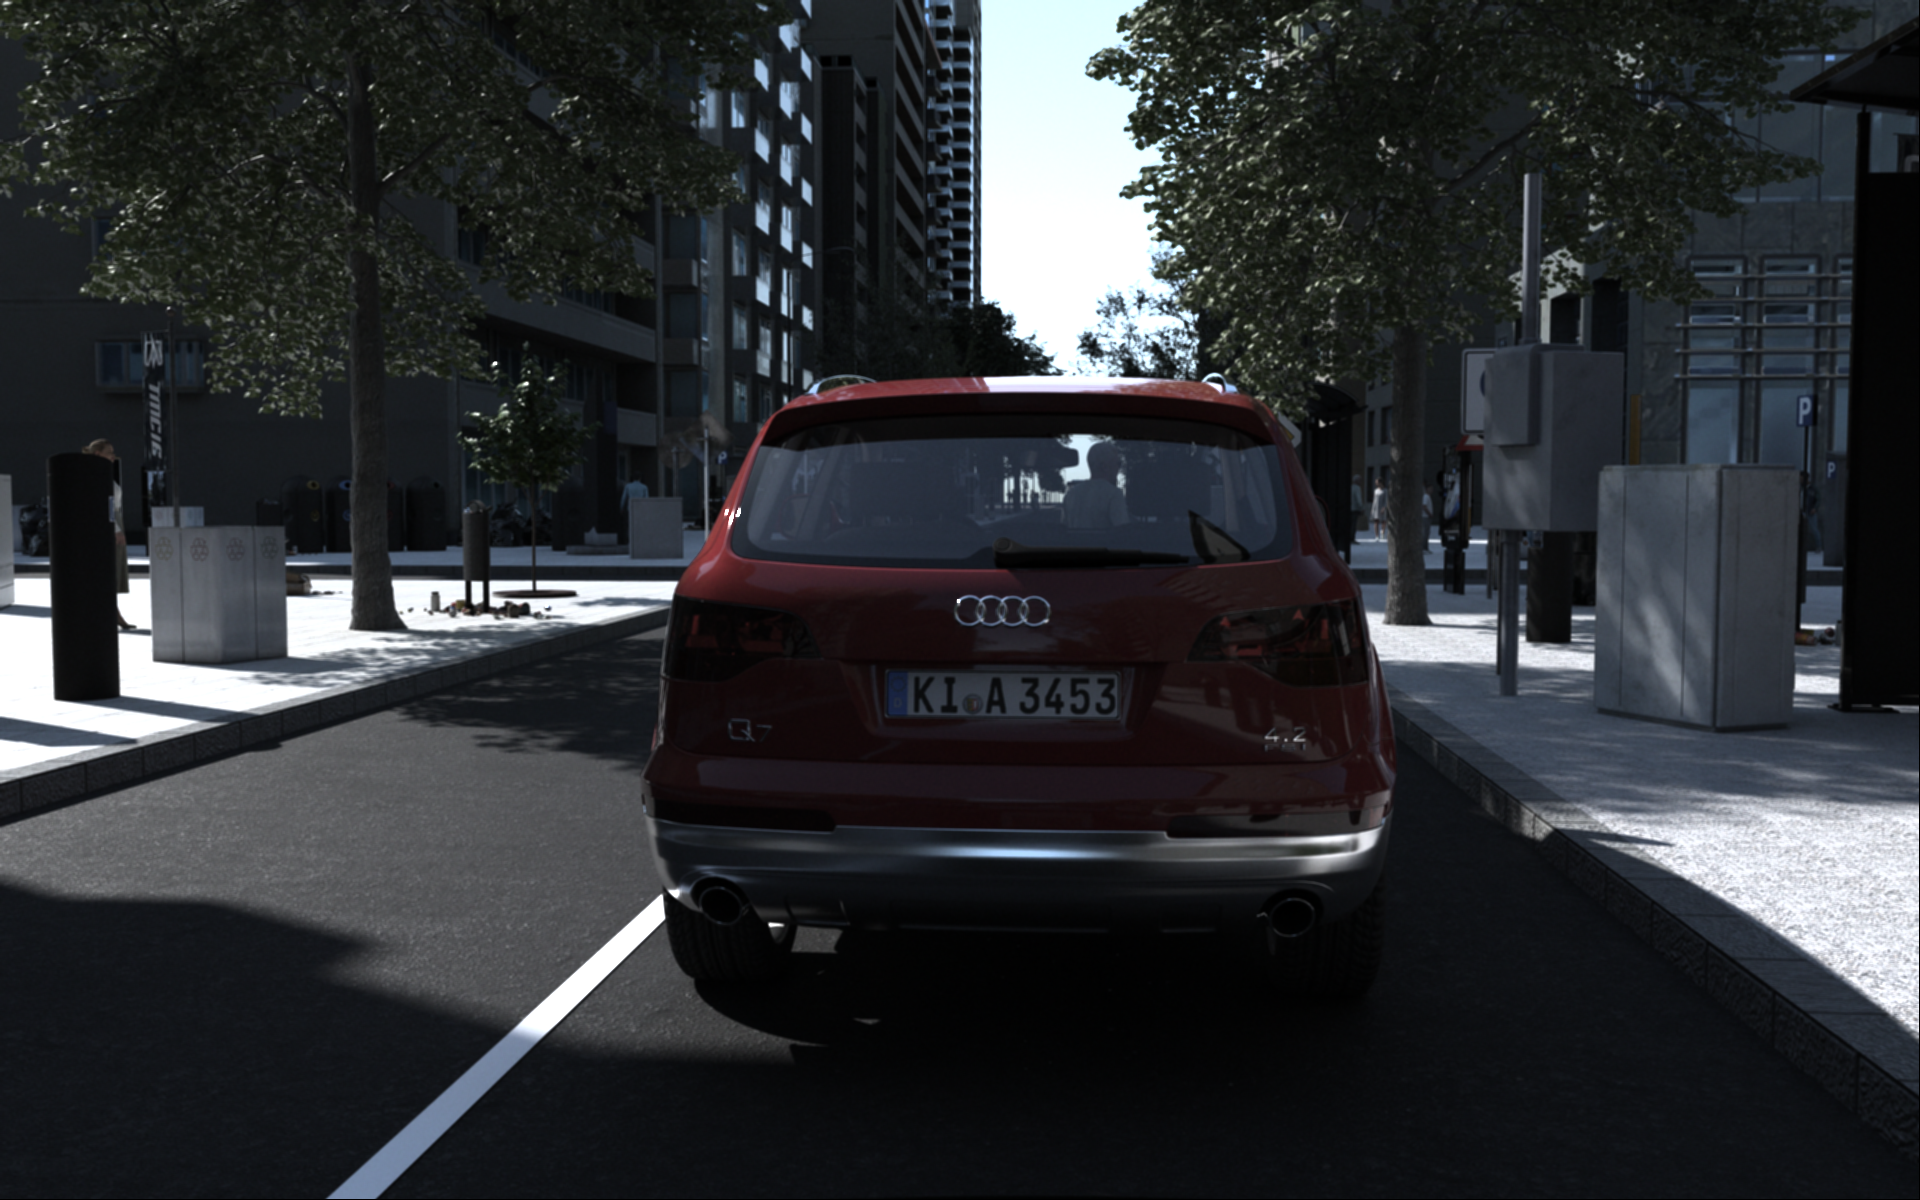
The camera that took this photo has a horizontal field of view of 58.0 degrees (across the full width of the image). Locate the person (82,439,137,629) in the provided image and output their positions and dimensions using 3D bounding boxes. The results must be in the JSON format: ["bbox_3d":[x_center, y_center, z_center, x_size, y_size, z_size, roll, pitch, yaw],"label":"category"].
[{"bbox_3d":[-8.166,-0.618,16.377,0.641,1.798,0.478,-1,4,-12],"label":"person"}]

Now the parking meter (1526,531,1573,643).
[{"bbox_3d":[5.119,-0.404,15.023,0.372,1.533,0.369,0,3,0],"label":"parking meter"}]

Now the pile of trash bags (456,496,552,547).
[{"bbox_3d":[-10.696,-2.044,43.164,1.912,1.369,3.447,3,4,38],"label":"pile of trash bags"}]

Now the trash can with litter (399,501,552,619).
[{"bbox_3d":[-5.093,-0.450,18.420,1.678,1.210,2.233,-3,4,-37],"label":"trash can with litter"}]

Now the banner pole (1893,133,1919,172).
[{"bbox_3d":[6.095,-1.268,10.746,0.863,3.779,0.401,-1,4,-15],"label":"banner pole"}]

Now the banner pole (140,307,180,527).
[{"bbox_3d":[-10.767,-2.043,23.423,0.863,3.779,0.401,2,4,30],"label":"banner pole"}]

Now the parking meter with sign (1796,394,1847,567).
[{"bbox_3d":[15.746,-2.101,30.607,1.738,3.016,0.543,0,4,-2],"label":"parking meter with sign"}]

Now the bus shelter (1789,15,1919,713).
[{"bbox_3d":[5.440,-0.967,7.096,1.731,3.624,6.357,0,4,5],"label":"bus shelter"}]

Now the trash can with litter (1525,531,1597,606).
[{"bbox_3d":[7.077,-0.520,19.889,1.055,1.170,0.624,-2,4,-25],"label":"trash can with litter"}]

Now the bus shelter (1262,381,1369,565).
[{"bbox_3d":[6.543,-2.445,33.894,2.014,3.302,5.546,0,4,5],"label":"bus shelter"}]

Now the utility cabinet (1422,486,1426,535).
[{"bbox_3d":[11.671,-2.194,44.549,0.318,1.500,1.173,-1,4,-10],"label":"utility cabinet"}]

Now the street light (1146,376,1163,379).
[{"bbox_3d":[7.808,-5.838,67.995,1.470,5.913,1.316,0,4,5],"label":"street light"}]

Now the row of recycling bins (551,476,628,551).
[{"bbox_3d":[-8.661,-2.039,40.456,1.069,1.692,3.534,0,4,8],"label":"row of recycling bins"}]

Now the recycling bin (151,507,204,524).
[{"bbox_3d":[-15.520,-1.335,34.388,0.722,1.027,0.722,0,4,5],"label":"recycling bin"}]

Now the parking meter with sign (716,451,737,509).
[{"bbox_3d":[-8.975,-4.443,68.907,0.543,3.016,1.738,-3,5,-44],"label":"parking meter with sign"}]

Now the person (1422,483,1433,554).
[{"bbox_3d":[9.994,-1.741,37.109,0.523,1.515,0.503,-1,4,-17],"label":"person"}]

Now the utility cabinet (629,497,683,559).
[{"bbox_3d":[-6.028,-1.417,34.338,1.020,1.237,0.306,-1,4,-22],"label":"utility cabinet"}]

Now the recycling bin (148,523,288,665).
[{"bbox_3d":[-5.743,-0.053,13.429,0.722,1.027,0.722,1,4,22],"label":"recycling bin"}]

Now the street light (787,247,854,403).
[{"bbox_3d":[-2.695,-3.685,32.789,1.470,5.913,1.316,0,4,5],"label":"street light"}]

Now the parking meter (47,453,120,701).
[{"bbox_3d":[-5.497,-0.150,10.864,0.372,1.533,0.369,0,3,0],"label":"parking meter"}]

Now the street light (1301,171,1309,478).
[{"bbox_3d":[4.037,-3.086,22.996,1.470,5.913,1.316,0,4,5],"label":"street light"}]

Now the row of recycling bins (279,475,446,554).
[{"bbox_3d":[-13.233,-1.915,38.429,3.534,1.692,1.069,-2,4,-34],"label":"row of recycling bins"}]

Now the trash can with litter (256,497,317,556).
[{"bbox_3d":[-14.726,-1.530,36.080,2.233,1.210,1.678,0,4,-1],"label":"trash can with litter"}]

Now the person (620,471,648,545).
[{"bbox_3d":[-7.656,-2.121,40.734,0.660,1.820,0.620,-1,4,-12],"label":"person"}]

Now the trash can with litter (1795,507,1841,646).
[{"bbox_3d":[7.387,-0.266,15.412,1.678,1.210,2.233,1,4,11],"label":"trash can with litter"}]

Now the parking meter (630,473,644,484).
[{"bbox_3d":[-8.803,-2.543,47.281,0.255,1.863,0.399,1,4,20],"label":"parking meter"}]

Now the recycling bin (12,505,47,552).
[{"bbox_3d":[-20.800,-1.590,38.546,0.722,1.027,0.722,-1,4,-11],"label":"recycling bin"}]

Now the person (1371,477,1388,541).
[{"bbox_3d":[11.429,-2.469,47.164,0.466,1.731,0.760,1,4,17],"label":"person"}]

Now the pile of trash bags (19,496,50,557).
[{"bbox_3d":[-19.061,-1.671,37.073,1.912,1.369,3.447,-2,4,-31],"label":"pile of trash bags"}]

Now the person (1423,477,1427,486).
[{"bbox_3d":[13.191,-2.667,50.006,0.532,1.782,0.716,-3,5,-42],"label":"person"}]

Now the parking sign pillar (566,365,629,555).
[{"bbox_3d":[-7.654,-2.956,36.799,1.447,3.967,1.447,-2,4,-24],"label":"parking sign pillar"}]

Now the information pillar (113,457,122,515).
[{"bbox_3d":[-17.032,-1.849,34.727,0.304,2.012,0.304,1,4,17],"label":"information pillar"}]

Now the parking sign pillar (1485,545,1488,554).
[{"bbox_3d":[11.948,-2.954,36.770,1.447,3.967,1.447,-2,4,-30],"label":"parking sign pillar"}]

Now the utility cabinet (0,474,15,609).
[{"bbox_3d":[-10.915,-0.661,19.484,0.318,1.500,1.173,-1,4,-21],"label":"utility cabinet"}]

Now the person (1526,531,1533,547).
[{"bbox_3d":[10.071,-1.483,30.299,0.555,1.821,0.388,2,4,30],"label":"person"}]

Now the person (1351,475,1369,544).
[{"bbox_3d":[10.027,-2.289,43.948,0.515,1.767,0.782,-1,4,-15],"label":"person"}]

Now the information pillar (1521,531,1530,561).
[{"bbox_3d":[10.997,-1.771,33.455,0.304,2.012,0.304,3,5,41],"label":"information pillar"}]

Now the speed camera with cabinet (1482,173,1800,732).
[{"bbox_3d":[3.957,-0.971,10.217,0.660,3.252,2.038,-1,4,-21],"label":"speed camera with cabinet"}]

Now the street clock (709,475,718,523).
[{"bbox_3d":[-9.401,-3.761,66.056,0.358,2.002,0.471,0,4,-6],"label":"street clock"}]

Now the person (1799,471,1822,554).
[{"bbox_3d":[18.205,-1.886,37.220,0.721,1.781,0.623,-3,5,-44],"label":"person"}]

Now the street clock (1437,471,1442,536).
[{"bbox_3d":[14.909,-2.987,53.402,0.358,2.002,0.471,-1,4,-18],"label":"street clock"}]

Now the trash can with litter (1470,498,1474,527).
[{"bbox_3d":[19.688,-3.434,67.531,0.624,1.170,1.055,1,4,10],"label":"trash can with litter"}]
